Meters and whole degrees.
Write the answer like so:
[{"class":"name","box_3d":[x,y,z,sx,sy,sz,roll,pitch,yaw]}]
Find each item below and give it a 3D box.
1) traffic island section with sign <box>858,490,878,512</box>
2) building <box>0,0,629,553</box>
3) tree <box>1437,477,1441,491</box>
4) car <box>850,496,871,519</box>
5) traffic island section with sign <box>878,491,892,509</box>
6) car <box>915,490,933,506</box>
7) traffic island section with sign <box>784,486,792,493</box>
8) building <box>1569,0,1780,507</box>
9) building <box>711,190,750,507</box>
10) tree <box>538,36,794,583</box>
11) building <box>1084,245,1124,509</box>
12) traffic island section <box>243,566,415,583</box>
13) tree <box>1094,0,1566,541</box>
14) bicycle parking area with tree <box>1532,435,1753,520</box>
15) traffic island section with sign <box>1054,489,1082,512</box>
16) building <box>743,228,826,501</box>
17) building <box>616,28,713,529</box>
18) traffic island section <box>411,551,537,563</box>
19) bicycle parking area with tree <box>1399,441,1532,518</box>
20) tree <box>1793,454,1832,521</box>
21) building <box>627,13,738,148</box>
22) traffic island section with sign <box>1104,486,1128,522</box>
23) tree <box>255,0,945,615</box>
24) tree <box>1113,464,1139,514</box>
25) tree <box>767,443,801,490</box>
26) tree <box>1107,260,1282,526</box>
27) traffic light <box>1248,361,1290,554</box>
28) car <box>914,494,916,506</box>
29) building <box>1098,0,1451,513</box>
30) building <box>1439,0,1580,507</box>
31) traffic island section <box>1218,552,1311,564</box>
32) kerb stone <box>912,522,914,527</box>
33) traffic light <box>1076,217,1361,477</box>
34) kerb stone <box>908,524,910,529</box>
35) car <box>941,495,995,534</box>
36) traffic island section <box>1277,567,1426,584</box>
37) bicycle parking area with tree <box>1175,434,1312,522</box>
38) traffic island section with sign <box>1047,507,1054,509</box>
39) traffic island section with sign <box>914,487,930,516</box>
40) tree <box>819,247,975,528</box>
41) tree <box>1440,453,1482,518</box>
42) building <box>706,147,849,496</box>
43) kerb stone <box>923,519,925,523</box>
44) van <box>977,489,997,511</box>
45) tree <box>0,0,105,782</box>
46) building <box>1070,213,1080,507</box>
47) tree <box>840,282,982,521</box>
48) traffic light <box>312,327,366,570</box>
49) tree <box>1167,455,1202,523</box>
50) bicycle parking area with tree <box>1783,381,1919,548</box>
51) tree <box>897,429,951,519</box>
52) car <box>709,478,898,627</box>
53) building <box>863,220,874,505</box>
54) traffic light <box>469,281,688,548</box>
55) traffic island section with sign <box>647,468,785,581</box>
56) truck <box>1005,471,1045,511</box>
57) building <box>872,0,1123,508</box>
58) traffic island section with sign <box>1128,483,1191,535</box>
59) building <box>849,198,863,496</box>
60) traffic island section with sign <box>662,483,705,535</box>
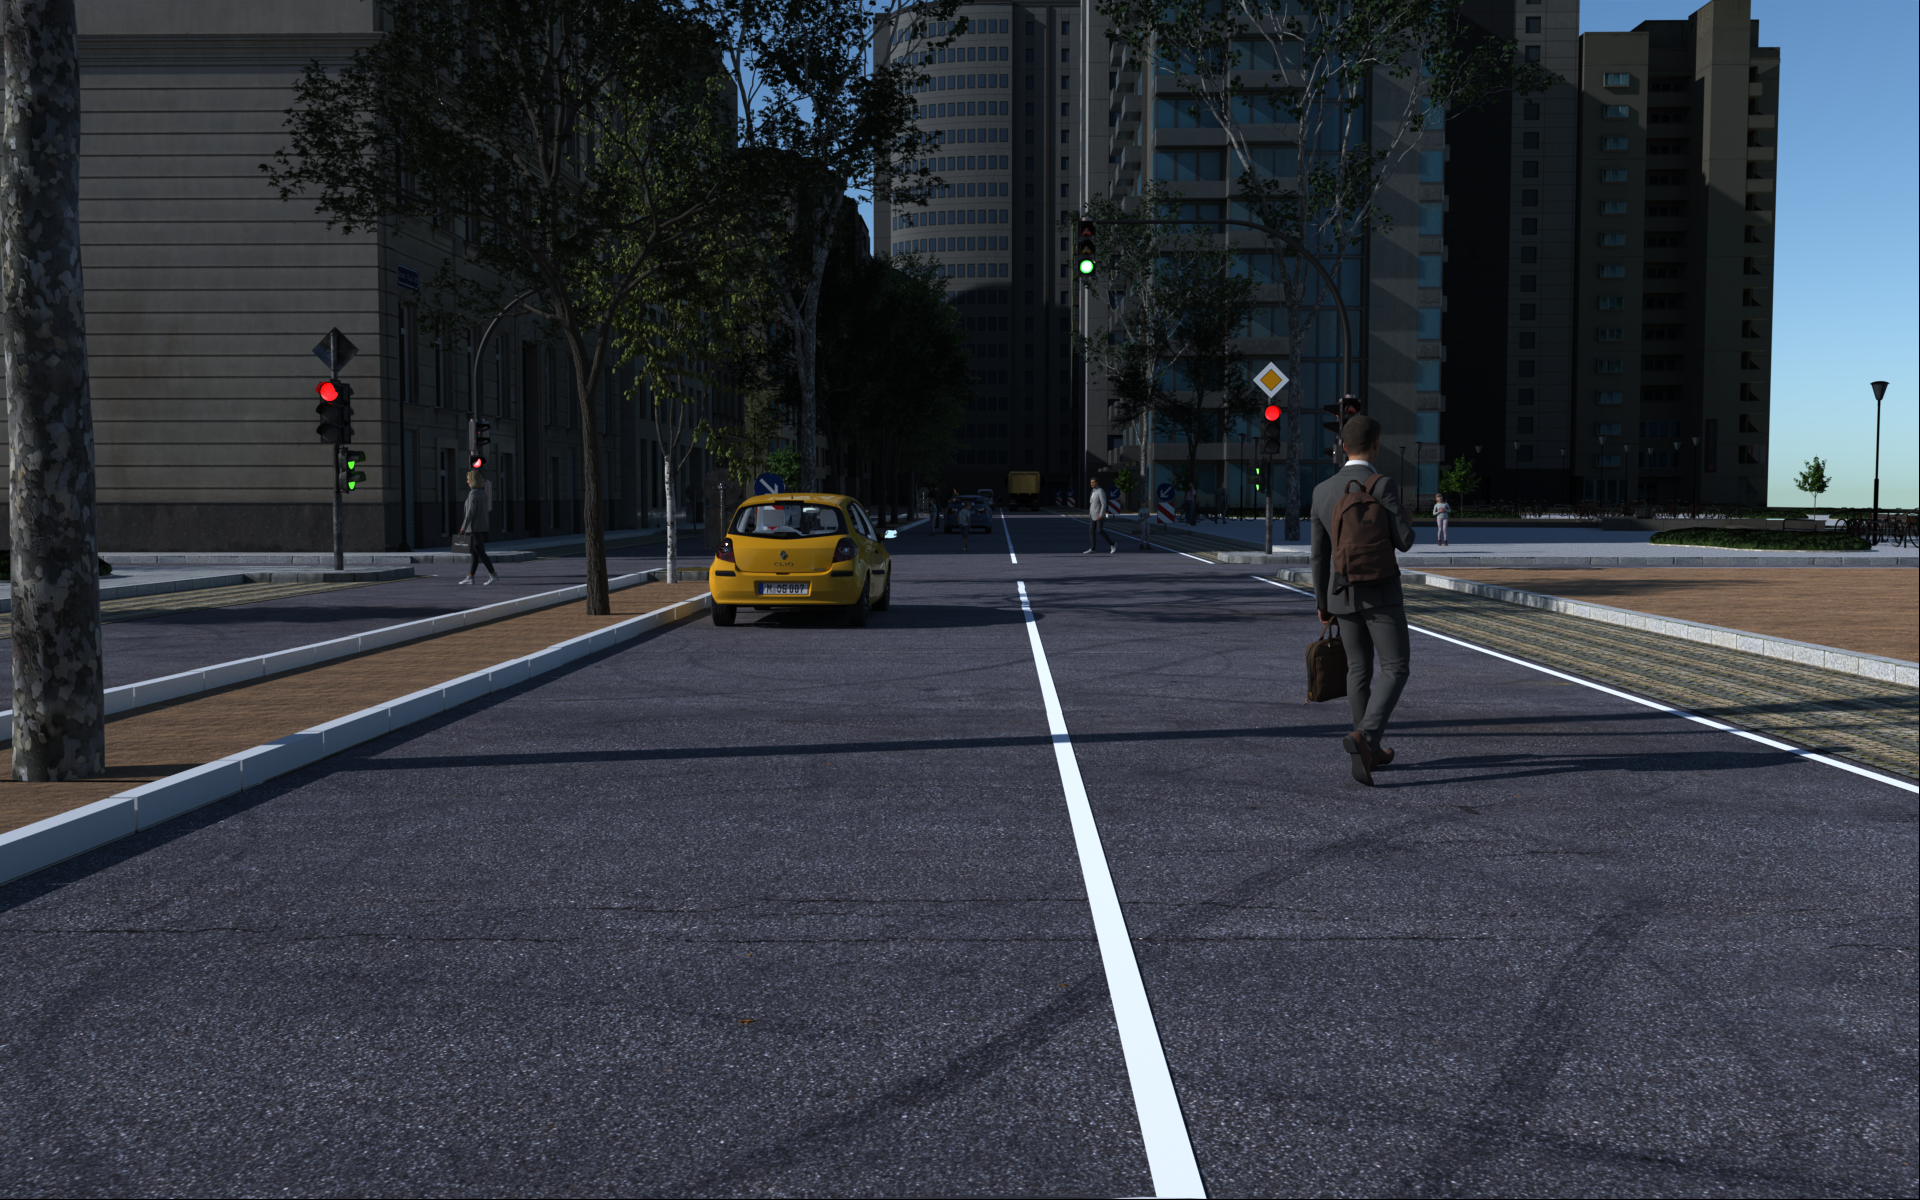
[{"class":"traffic island section with sign","box_3d":[-7.848,-7.994,139.322,1.989,1.847,2.006,0,4,1]},{"class":"building","box_3d":[-17.976,-15.417,49.334,12.463,27.353,25.104,0,4,1]},{"class":"tree","box_3d":[30.691,-7.013,109.265,1.663,3.219,1.824,0,3,0]},{"class":"car","box_3d":[-5.348,-4.399,84.501,1.945,1.354,3.894,0,4,2]},{"class":"traffic island section with sign","box_3d":[-7.266,-9.664,166.637,1.989,1.847,2.006,0,4,1]},{"class":"car","box_3d":[-3.360,-10.118,174.099,2.281,1.827,5.304,0,4,2]},{"class":"traffic island section with sign","box_3d":[-8.915,-4.902,88.783,1.989,1.847,2.006,0,4,1]},{"class":"building","box_3d":[69.953,-33.750,175.507,21.600,48.544,21.300,0,4,1]},{"class":"building","box_3d":[-16.989,-13.725,89.035,10.561,19.102,19.286,0,4,1]},{"class":"tree","box_3d":[-4.564,-4.547,27.170,4.737,8.622,4.395,0,3,0]},{"class":"building","box_3d":[21.448,-37.669,157.881,21.231,58.520,28.212,0,4,1]},{"class":"traffic island section","box_3d":[-10.509,-0.427,29.259,2.009,0.180,2.903,0,4,1]},{"class":"tree","box_3d":[10.517,-11.663,46.571,12.611,20.169,13.585,0,3,0]},{"class":"bicycle parking area with tree","box_3d":[33.719,-5.973,84.653,8.231,4.147,9.016,0,3,0]},{"class":"traffic island section with sign","box_3d":[8.766,-7.966,138.877,1.989,1.847,2.006,0,4,1]},{"class":"building","box_3d":[-25.115,-17.257,127.193,27.650,21.520,28.899,0,4,1]},{"class":"building","box_3d":[-16.682,-13.194,70.468,10.420,20.320,16.860,0,4,1]},{"class":"traffic island section","box_3d":[-10.340,-0.915,37.243,2.009,0.180,2.903,0,4,1]},{"class":"bicycle parking area with tree","box_3d":[28.666,-7.103,103.136,9.016,4.147,8.231,-2,4,-29]},{"class":"tree","box_3d":[40.335,-5.312,81.454,1.663,3.219,1.824,0,3,0]},{"class":"building","box_3d":[-34.595,-33.827,176.774,21.600,48.544,21.300,0,4,1]},{"class":"traffic island section with sign","box_3d":[7.707,-4.880,88.422,1.989,1.847,2.006,0,4,1]},{"class":"tree","box_3d":[-4.242,-5.114,20.484,8.767,10.594,7.601,0,4,1]},{"class":"tree","box_3d":[10.933,-7.255,113.212,1.663,3.219,1.824,0,3,0]},{"class":"tree","box_3d":[-10.888,-7.733,110.147,4.285,4.588,4.351,0,3,0]},{"class":"tree","box_3d":[9.194,-8.289,69.930,7.601,10.594,8.767,-3,4,-38]},{"class":"traffic light","box_3d":[6.558,-2.926,36.767,0.839,4.253,0.868,0,4,1]},{"class":"car","box_3d":[-4.345,-10.571,182.627,2.009,1.686,4.222,0,4,0]},{"class":"building","box_3d":[22.779,-31.147,128.856,23.786,49.044,30.456,0,4,1]},{"class":"building","box_3d":[48.857,-45.091,175.493,20.611,71.187,20.563,0,4,1]},{"class":"traffic island section","box_3d":[6.597,-0.893,36.880,2.009,0.180,2.903,0,4,1]},{"class":"kerb stone","box_3d":[-2.147,-3.106,72.978,0.120,0.150,1.000,0,4,1]},{"class":"traffic light","box_3d":[4.295,-3.304,28.686,4.771,5.953,1.251,0,4,1]},{"class":"kerb stone","box_3d":[-2.216,-2.918,69.904,0.120,0.150,1.000,0,4,1]},{"class":"car","box_3d":[0.304,-3.181,64.008,2.014,1.417,4.499,0,4,1]},{"class":"traffic island section","box_3d":[6.428,-0.405,28.896,2.009,0.180,2.903,0,4,1]},{"class":"bicycle parking area with tree","box_3d":[14.271,-5.972,84.642,9.016,4.147,8.231,2,4,30]},{"class":"traffic island section with sign","box_3d":[9.341,-9.619,165.899,1.989,1.847,2.006,0,4,1]},{"class":"traffic island section with sign","box_3d":[-2.371,-6.346,111.885,2.006,1.907,1.989,0,4,1]},{"class":"tree","box_3d":[-3.164,-8.792,71.954,9.928,11.665,9.643,0,3,0]},{"class":"tree","box_3d":[23.722,-5.306,81.359,1.663,3.219,1.824,0,3,0]},{"class":"building","box_3d":[-17.490,-23.029,148.226,14.160,30.474,14.107,0,4,1]},{"class":"kerb stone","box_3d":[-1.915,-3.797,84.269,0.120,0.150,1.000,0,4,1]},{"class":"van","box_3d":[2.192,-8.659,148.592,2.013,2.044,4.112,0,4,1]},{"class":"tree","box_3d":[-5.768,-9.218,9.059,12.611,20.169,13.585,0,3,0]},{"class":"building","box_3d":[18.444,-24.968,179.926,14.160,30.474,14.107,0,4,1]},{"class":"tree","box_3d":[-2.716,-10.502,92.297,7.486,12.596,7.792,0,3,0]},{"class":"traffic light","box_3d":[-10.470,-2.459,29.124,0.839,4.253,0.868,0,4,1]},{"class":"tree","box_3d":[10.453,-5.132,78.515,1.663,3.219,1.824,0,3,0]},{"class":"bicycle parking area with tree","box_3d":[25.937,-3.486,43.999,8.231,4.147,9.016,1,4,13]},{"class":"tree","box_3d":[-2.400,-8.917,98.612,4.737,8.622,4.395,0,3,0]},{"class":"car","box_3d":[-1.771,-0.609,20.173,2.015,1.641,3.980,0,4,3]},{"class":"building","box_3d":[-16.507,-25.028,180.911,14.107,30.474,14.160,0,4,1]},{"class":"traffic light","box_3d":[-8.207,-3.818,37.098,4.771,5.953,1.251,0,4,1]},{"class":"traffic island section with sign","box_3d":[-4.122,-1.298,29.358,2.006,1.907,1.989,0,4,1]},{"class":"truck","box_3d":[5.433,-9.194,146.248,3.469,3.379,9.791,0,4,2]},{"class":"building","box_3d":[4.062,-40.584,205.542,28.212,58.520,21.231,0,4,1]},{"class":"traffic island section with sign","box_3d":[7.123,-3.232,61.473,1.989,1.847,2.006,0,4,1]},{"class":"building","box_3d":[-16.958,-23.890,162.299,14.160,30.474,14.107,0,4,1]},{"class":"traffic island section with sign","box_3d":[-9.492,-3.254,61.834,1.989,1.847,2.006,0,4,1]}]
